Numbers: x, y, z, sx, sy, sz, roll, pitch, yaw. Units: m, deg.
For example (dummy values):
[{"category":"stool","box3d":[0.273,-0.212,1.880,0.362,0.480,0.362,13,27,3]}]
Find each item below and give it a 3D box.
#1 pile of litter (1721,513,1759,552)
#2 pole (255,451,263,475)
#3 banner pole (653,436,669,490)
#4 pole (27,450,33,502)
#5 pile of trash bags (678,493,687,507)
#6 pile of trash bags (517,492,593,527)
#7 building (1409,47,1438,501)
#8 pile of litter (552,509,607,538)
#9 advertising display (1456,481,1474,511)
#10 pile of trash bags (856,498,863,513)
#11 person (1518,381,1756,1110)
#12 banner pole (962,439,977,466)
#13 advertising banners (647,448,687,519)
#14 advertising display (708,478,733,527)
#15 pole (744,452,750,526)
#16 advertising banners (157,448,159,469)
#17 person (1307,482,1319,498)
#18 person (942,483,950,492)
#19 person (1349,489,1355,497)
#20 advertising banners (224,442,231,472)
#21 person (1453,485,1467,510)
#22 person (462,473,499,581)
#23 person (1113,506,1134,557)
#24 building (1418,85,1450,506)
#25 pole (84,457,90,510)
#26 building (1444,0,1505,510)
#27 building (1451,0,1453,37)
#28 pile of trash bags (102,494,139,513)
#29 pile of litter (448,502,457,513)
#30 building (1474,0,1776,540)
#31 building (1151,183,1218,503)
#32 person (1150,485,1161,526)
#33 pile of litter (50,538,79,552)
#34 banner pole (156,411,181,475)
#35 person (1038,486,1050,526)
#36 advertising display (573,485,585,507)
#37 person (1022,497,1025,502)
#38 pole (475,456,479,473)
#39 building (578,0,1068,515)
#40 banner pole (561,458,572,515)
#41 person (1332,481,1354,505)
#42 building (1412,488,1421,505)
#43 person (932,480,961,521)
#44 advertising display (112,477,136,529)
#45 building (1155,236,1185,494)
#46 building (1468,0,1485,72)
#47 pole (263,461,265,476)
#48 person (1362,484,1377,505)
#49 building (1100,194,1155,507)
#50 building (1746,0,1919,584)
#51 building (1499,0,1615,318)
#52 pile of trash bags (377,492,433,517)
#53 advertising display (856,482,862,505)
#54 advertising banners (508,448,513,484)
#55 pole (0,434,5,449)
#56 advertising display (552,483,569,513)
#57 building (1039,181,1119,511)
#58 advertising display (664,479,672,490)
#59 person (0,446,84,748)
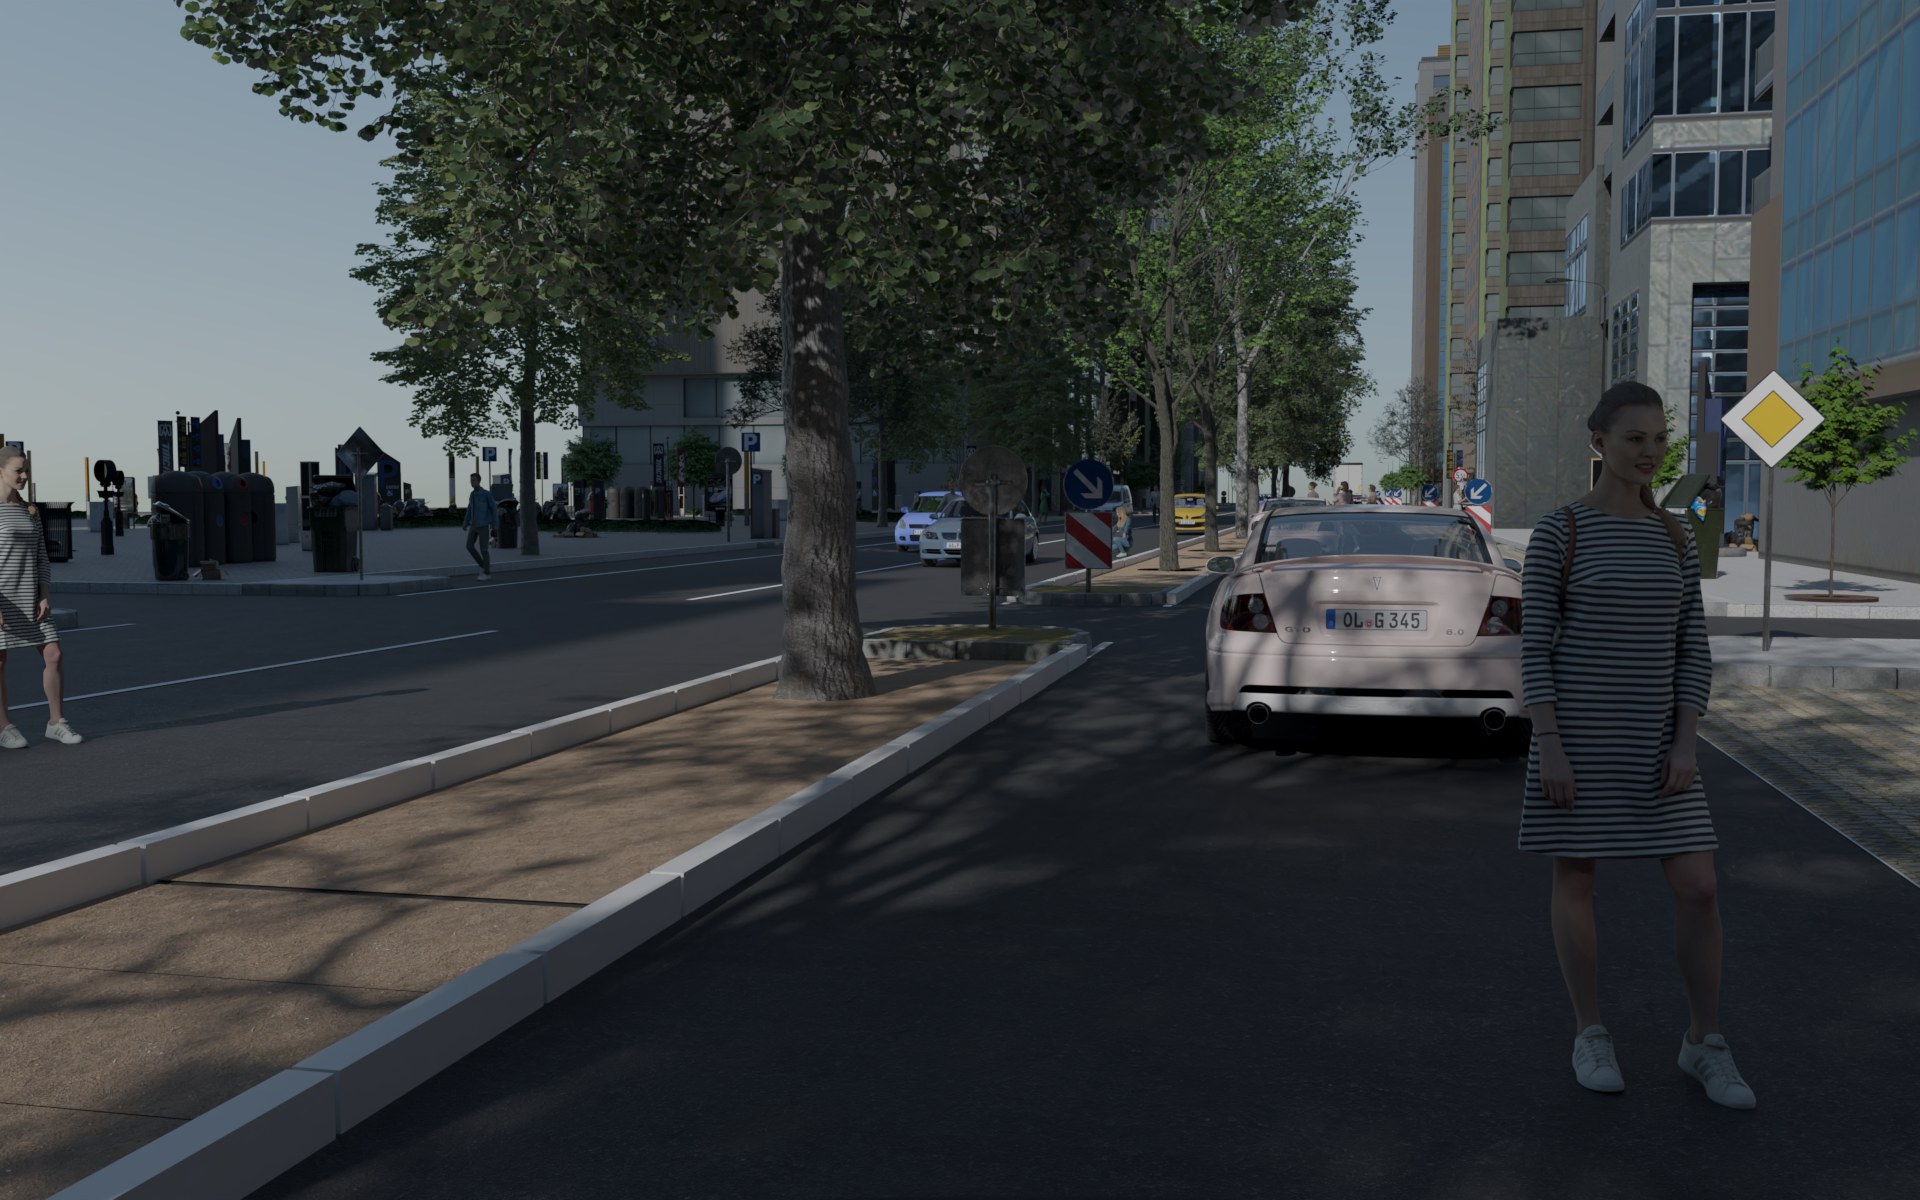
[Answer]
[{"category":"pile of litter","box3d":[17.557,-1.526,38.913,1.176,0.858,1.719,-2,4,-29]},{"category":"pole","box3d":[-33.448,-5.420,82.459,0.158,3.312,0.155,0,3,0]},{"category":"banner pole","box3d":[-12.881,-5.199,75.013,0.863,3.779,0.401,-1,4,-12]},{"category":"pole","box3d":[-43.277,-5.306,80.599,0.158,3.312,0.155,0,3,0]},{"category":"pile of trash bags","box3d":[-18.121,-5.784,104.326,3.447,1.369,1.912,0,4,3]},{"category":"pile of trash bags","box3d":[-15.891,-3.608,68.742,3.447,1.369,1.912,-1,4,-19]},{"category":"building","box3d":[71.686,-42.257,232.898,21.231,58.520,28.212,1,4,13]},{"category":"pile of litter","box3d":[-11.240,-2.268,51.046,1.719,0.858,1.176,3,4,37]},{"category":"advertising display","box3d":[24.066,-4.717,82.340,0.974,1.923,0.123,0,4,3]},{"category":"pile of trash bags","box3d":[-6.166,-4.583,84.689,1.912,1.369,3.447,-3,5,-40]},{"category":"person","box3d":[1.603,0.323,4.215,0.512,1.701,0.522,0,4,-5]},{"category":"banner pole","box3d":[0.361,-5.415,78.556,0.863,3.779,0.401,1,4,12]},{"category":"advertising banners","box3d":[-11.077,-4.244,65.583,0.090,3.025,2.074,3,4,37]},{"category":"advertising display","box3d":[-9.474,-3.866,68.421,0.974,1.923,0.123,0,4,-1]},{"category":"pole","box3d":[-8.612,-4.654,69.941,0.158,3.312,0.155,0,3,0]},{"category":"advertising banners","box3d":[-30.818,-4.349,67.296,0.090,3.025,2.074,0,4,-6]},{"category":"person","box3d":[9.850,-2.445,48.813,0.374,1.781,0.599,-2,4,-31]},{"category":"person","box3d":[-0.372,-2.940,56.745,0.590,1.801,0.661,0,4,-6]},{"category":"person","box3d":[24.555,-6.122,109.320,0.721,1.743,1.217,-2,4,-32]},{"category":"advertising banners","box3d":[-25.481,-3.872,59.490,2.074,3.025,0.090,3,5,43]},{"category":"person","box3d":[16.916,-3.030,58.616,0.524,1.755,0.480,0,4,2]},{"category":"person","box3d":[-7.958,-1.221,28.804,0.601,1.785,0.444,2,4,35]},{"category":"person","box3d":[3.660,-1.566,39.610,0.738,1.151,1.012,-1,4,-19]},{"category":"building","box3d":[57.900,-33.014,189.896,14.600,45.320,14.200,1,4,13]},{"category":"pole","box3d":[-48.099,-6.216,95.477,0.158,3.312,0.155,0,3,0]},{"category":"building","box3d":[43.937,-27.316,130.213,14.154,41.232,14.086,1,4,13]},{"category":"building","box3d":[53.033,-37.155,149.477,21.231,58.520,28.212,1,4,13]},{"category":"pile of trash bags","box3d":[-51.574,-5.931,106.728,3.447,1.369,1.912,3,5,40]},{"category":"pile of litter","box3d":[-26.002,-4.527,87.976,1.176,0.858,1.719,-1,4,-12]},{"category":"building","box3d":[29.464,-45.332,53.856,22.319,86.520,31.000,1,4,13]},{"category":"building","box3d":[24.365,-42.690,239.981,21.231,58.520,28.212,1,4,13]},{"category":"person","box3d":[8.805,-4.222,77.379,0.661,1.843,0.795,2,4,25]},{"category":"pile of litter","box3d":[-20.441,-1.488,38.294,1.719,0.858,1.176,-1,4,-22]},{"category":"banner pole","box3d":[-23.626,-3.786,51.921,0.401,3.779,0.863,3,5,39]},{"category":"person","box3d":[3.758,-4.236,78.004,0.529,1.795,0.600,-1,4,-12]},{"category":"advertising display","box3d":[-20.558,-5.398,93.470,0.123,1.923,0.974,1,4,22]},{"category":"person","box3d":[2.727,-4.252,78.566,0.519,1.759,0.362,-1,4,-14]},{"category":"pole","box3d":[-25.901,-6.066,93.016,0.158,3.312,0.155,0,3,0]},{"category":"building","box3d":[-7.650,-32.215,115.957,28.713,52.752,27.495,1,4,13]},{"category":"banner pole","box3d":[-23.959,-7.073,105.666,0.863,3.779,0.401,-3,4,-36]},{"category":"person","box3d":[9.515,-2.047,42.552,0.593,1.750,0.643,-2,4,-28]},{"category":"building","box3d":[70.882,-31.488,206.716,32.217,40.220,23.993,1,4,13]},{"category":"person","box3d":[-0.342,-1.824,38.997,0.731,1.740,0.598,-3,5,-39]},{"category":"advertising display","box3d":[-31.019,-3.613,64.279,0.974,1.923,0.123,1,4,19]},{"category":"building","box3d":[17.280,-25.686,191.662,14.160,30.474,14.107,1,4,13]},{"category":"building","box3d":[41.578,-28.504,116.148,14.600,45.320,14.200,1,4,13]},{"category":"pole","box3d":[-42.968,-6.919,106.966,0.158,3.312,0.155,0,3,0]},{"category":"person","box3d":[14.573,-3.232,61.697,0.532,1.782,0.716,1,4,11]},{"category":"building","box3d":[10.413,-24.056,165.023,14.160,30.474,14.107,1,4,13]},{"category":"building","box3d":[20.839,-22.907,24.648,14.200,45.320,14.600,1,4,13]},{"category":"building","box3d":[33.948,-19.212,85.818,14.160,30.474,14.107,1,4,13]},{"category":"pile of trash bags","box3d":[-23.091,-3.735,70.811,1.912,1.369,3.447,1,4,16]},{"category":"advertising display","box3d":[-5.281,-5.100,88.600,0.123,1.923,0.974,1,4,20]},{"category":"advertising banners","box3d":[-17.220,-4.240,65.505,0.090,3.025,2.074,0,4,4]},{"category":"pole","box3d":[-32.253,-3.948,58.392,0.158,3.312,0.155,0,3,0]},{"category":"advertising display","box3d":[-23.937,-6.033,103.852,0.974,1.923,0.123,0,4,5]},{"category":"building","box3d":[0.414,-32.067,143.904,23.786,49.044,30.456,1,4,13]},{"category":"advertising display","box3d":[-12.901,-4.363,76.546,0.123,1.923,0.974,0,4,5]},{"category":"person","box3d":[-5.372,-0.020,9.828,0.522,1.701,0.512,1,4,23]}]
